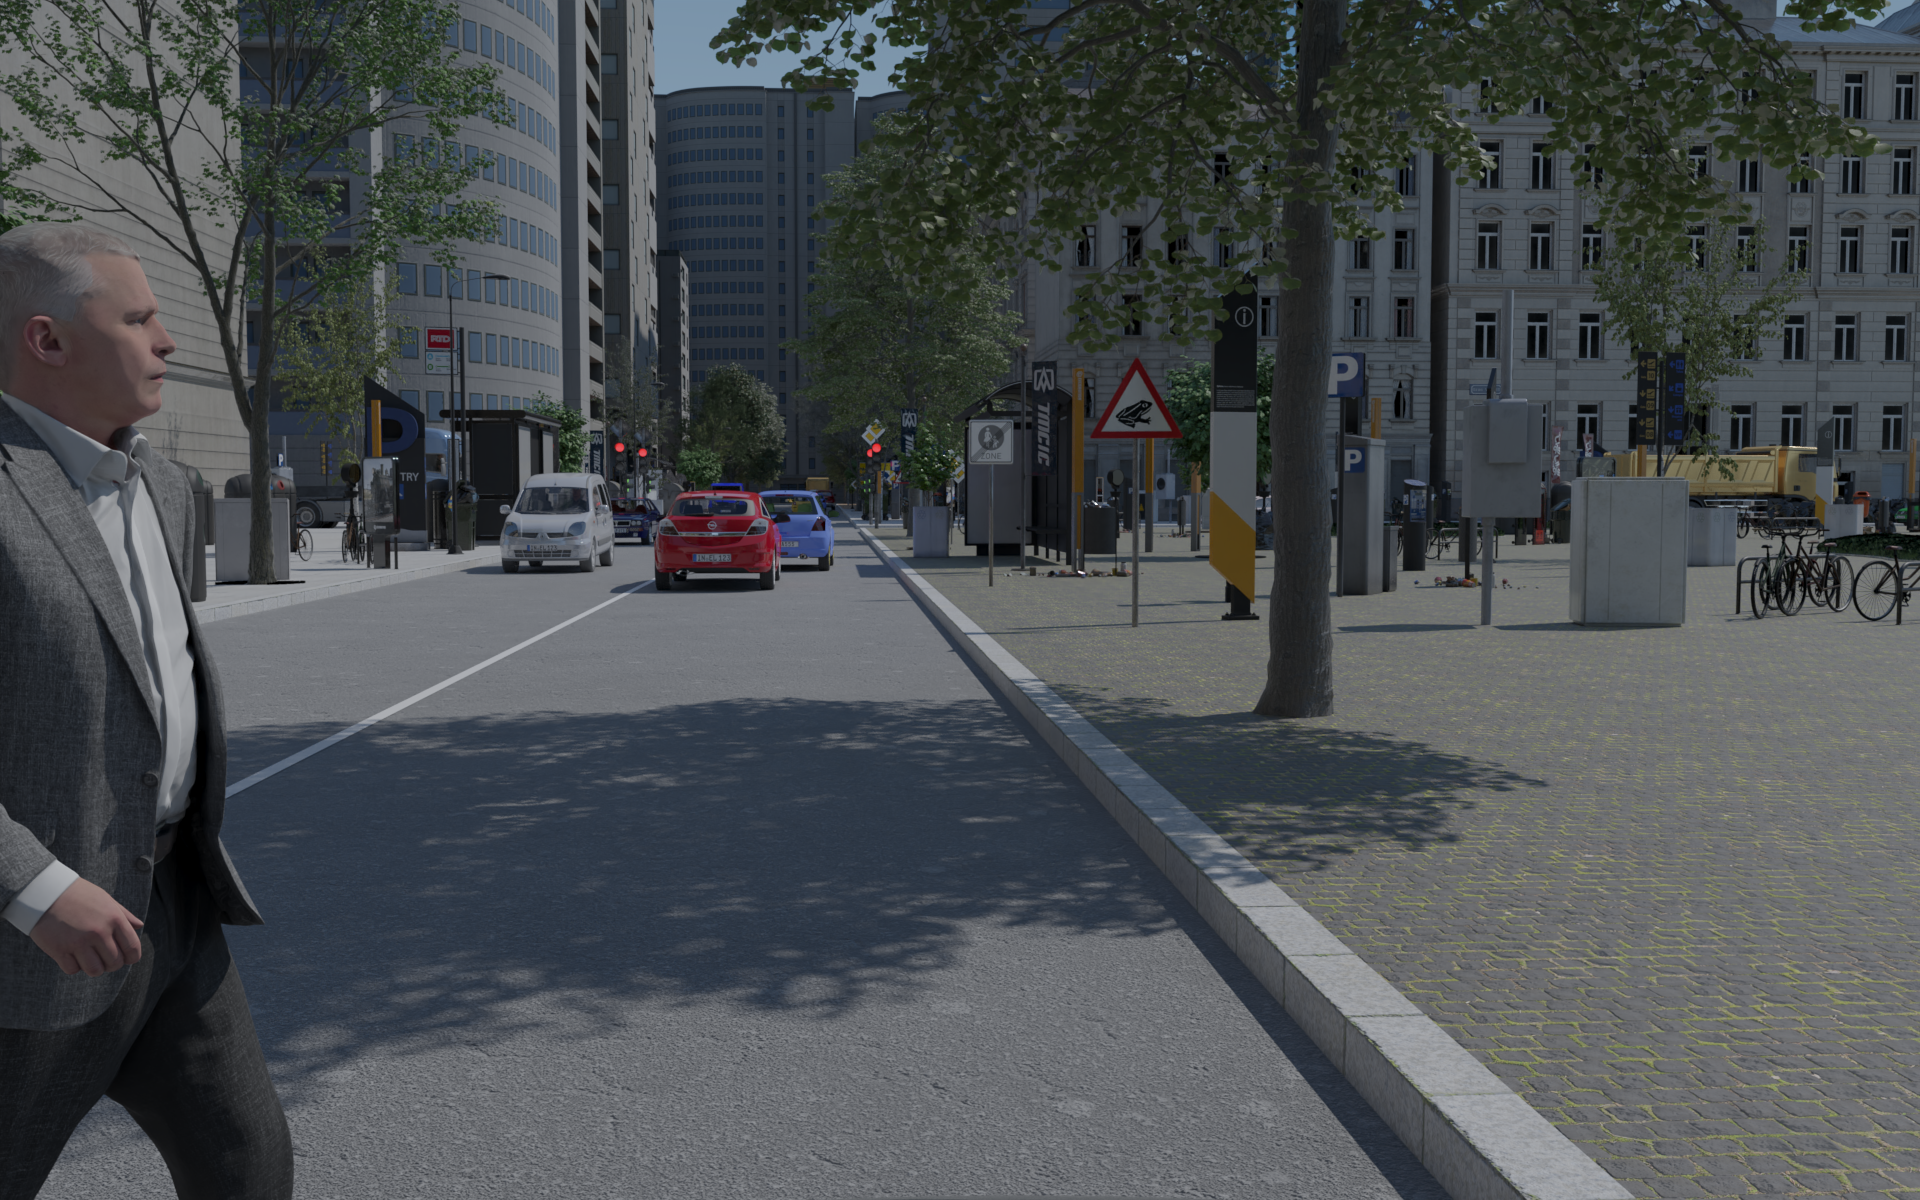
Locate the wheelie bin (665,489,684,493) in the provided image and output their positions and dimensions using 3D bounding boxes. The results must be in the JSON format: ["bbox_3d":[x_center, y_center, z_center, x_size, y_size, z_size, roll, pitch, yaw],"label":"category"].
[{"bbox_3d":[-15.000,-4.986,89.427,0.980,1.594,0.693,-3,5,-43],"label":"wheelie bin"}]

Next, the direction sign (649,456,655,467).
[{"bbox_3d":[-18.581,-6.874,104.379,0.379,3.537,0.876,-2,4,-34],"label":"direction sign"}]

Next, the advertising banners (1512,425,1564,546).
[{"bbox_3d":[14.579,-2.901,43.620,2.074,3.025,0.090,-3,4,-37],"label":"advertising banners"}]

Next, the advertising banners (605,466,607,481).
[{"bbox_3d":[-22.095,-6.817,107.642,0.090,3.025,2.074,-1,4,-20],"label":"advertising banners"}]

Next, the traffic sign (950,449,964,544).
[{"bbox_3d":[-0.218,-2.629,44.166,0.795,2.450,0.064,0,4,1],"label":"traffic sign"}]

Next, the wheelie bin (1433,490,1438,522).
[{"bbox_3d":[20.335,-4.120,75.263,0.693,1.594,0.980,-2,4,-26],"label":"wheelie bin"}]

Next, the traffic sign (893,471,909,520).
[{"bbox_3d":[-2.934,-5.339,87.292,0.884,2.594,0.081,0,4,-4],"label":"traffic sign"}]

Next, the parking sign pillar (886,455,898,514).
[{"bbox_3d":[-4.729,-7.642,113.412,1.447,3.967,1.447,-3,4,-36],"label":"parking sign pillar"}]

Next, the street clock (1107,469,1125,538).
[{"bbox_3d":[4.502,-2.785,50.112,0.471,2.002,0.358,-2,4,-31],"label":"street clock"}]

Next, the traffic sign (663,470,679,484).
[{"bbox_3d":[-15.205,-5.557,90.853,0.884,2.594,0.081,0,4,2],"label":"traffic sign"}]

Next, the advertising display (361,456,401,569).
[{"bbox_3d":[-9.944,-1.501,29.752,0.974,1.923,0.123,3,5,39],"label":"advertising display"}]

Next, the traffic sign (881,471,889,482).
[{"bbox_3d":[-4.244,-5.838,95.554,0.768,2.556,0.104,0,4,0],"label":"traffic sign"}]

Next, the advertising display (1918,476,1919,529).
[{"bbox_3d":[17.335,-1.539,30.381,0.974,1.923,0.123,0,4,3],"label":"advertising display"}]

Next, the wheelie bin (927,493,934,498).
[{"bbox_3d":[-2.164,-7.463,129.925,0.693,1.594,0.980,1,4,20],"label":"wheelie bin"}]

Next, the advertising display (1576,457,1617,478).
[{"bbox_3d":[11.051,-1.523,30.114,0.974,1.923,0.123,-2,4,-34],"label":"advertising display"}]

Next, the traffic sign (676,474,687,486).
[{"bbox_3d":[-17.371,-6.576,107.624,0.768,2.556,0.104,0,4,3],"label":"traffic sign"}]

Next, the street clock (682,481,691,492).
[{"bbox_3d":[-14.718,-5.428,93.324,0.358,2.002,0.471,2,4,30],"label":"street clock"}]

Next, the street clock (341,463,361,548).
[{"bbox_3d":[-14.323,-2.215,40.783,0.358,2.002,0.471,1,4,18],"label":"street clock"}]

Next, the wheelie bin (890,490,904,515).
[{"bbox_3d":[-3.817,-5.879,104.036,0.980,1.594,0.693,3,5,42],"label":"wheelie bin"}]

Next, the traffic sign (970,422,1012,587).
[{"bbox_3d":[0.429,-1.335,23.960,0.606,2.300,0.079,0,4,1],"label":"traffic sign"}]

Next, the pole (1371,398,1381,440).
[{"bbox_3d":[8.818,-2.626,36.776,0.158,3.312,0.155,0,3,0],"label":"pole"}]

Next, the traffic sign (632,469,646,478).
[{"bbox_3d":[-16.005,-5.280,86.436,0.768,2.556,0.104,0,4,-3],"label":"traffic sign"}]

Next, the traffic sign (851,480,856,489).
[{"bbox_3d":[-8.083,-8.152,134.464,0.795,2.450,0.064,0,3,0],"label":"traffic sign"}]

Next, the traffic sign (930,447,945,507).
[{"bbox_3d":[-0.705,-2.587,42.397,0.768,2.556,0.104,0,4,5],"label":"traffic sign"}]

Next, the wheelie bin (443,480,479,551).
[{"bbox_3d":[-11.326,-1.925,39.378,0.693,1.594,0.980,0,4,-4],"label":"wheelie bin"}]

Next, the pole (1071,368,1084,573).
[{"bbox_3d":[1.920,-2.103,28.224,0.158,3.312,0.155,0,3,0],"label":"pole"}]

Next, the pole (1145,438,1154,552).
[{"bbox_3d":[4.162,-2.704,38.046,0.158,3.312,0.155,0,3,0],"label":"pole"}]

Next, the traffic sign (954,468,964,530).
[{"bbox_3d":[-0.064,-3.683,61.401,0.795,2.450,0.064,0,4,2],"label":"traffic sign"}]

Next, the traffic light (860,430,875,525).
[{"bbox_3d":[-3.729,-5.088,72.109,0.839,4.253,0.868,0,4,-4],"label":"traffic light"}]

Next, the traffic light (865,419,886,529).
[{"bbox_3d":[-3.114,-4.601,64.148,0.839,4.253,0.868,0,4,-4],"label":"traffic light"}]

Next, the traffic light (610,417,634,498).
[{"bbox_3d":[-12.396,-4.556,63.417,0.839,4.253,0.868,0,4,-4],"label":"traffic light"}]

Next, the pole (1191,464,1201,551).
[{"bbox_3d":[5.277,-2.744,38.707,0.158,3.312,0.155,0,3,0],"label":"pole"}]

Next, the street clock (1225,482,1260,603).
[{"bbox_3d":[3.248,-0.973,20.487,0.471,2.002,0.358,0,4,2],"label":"street clock"}]

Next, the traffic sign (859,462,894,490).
[{"bbox_3d":[-5.334,-7.170,111.104,2.265,3.308,0.079,0,4,-4],"label":"traffic sign"}]

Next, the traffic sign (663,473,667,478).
[{"bbox_3d":[-17.624,-6.266,102.547,0.768,2.556,0.104,0,4,2],"label":"traffic sign"}]

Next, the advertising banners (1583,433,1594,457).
[{"bbox_3d":[18.762,-3.325,50.549,2.074,3.025,0.090,-3,4,-36],"label":"advertising banners"}]

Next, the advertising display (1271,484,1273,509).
[{"bbox_3d":[10.434,-3.137,56.504,0.123,1.923,0.974,3,5,40],"label":"advertising display"}]

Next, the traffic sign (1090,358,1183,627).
[{"bbox_3d":[1.688,-1.017,16.632,0.884,2.594,0.081,0,4,2],"label":"traffic sign"}]

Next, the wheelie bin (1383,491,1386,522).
[{"bbox_3d":[17.743,-4.042,73.988,0.693,1.594,0.980,-3,5,-42],"label":"wheelie bin"}]

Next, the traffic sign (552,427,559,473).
[{"bbox_3d":[-12.832,-3.471,50.621,2.265,3.308,0.079,0,4,3],"label":"traffic sign"}]

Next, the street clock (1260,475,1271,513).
[{"bbox_3d":[8.159,-2.562,46.462,0.358,2.002,0.471,3,5,42],"label":"street clock"}]

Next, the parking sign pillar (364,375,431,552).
[{"bbox_3d":[-12.738,-3.095,39.081,1.447,3.967,1.447,-1,4,-14],"label":"parking sign pillar"}]

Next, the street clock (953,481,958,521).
[{"bbox_3d":[-0.348,-4.787,82.837,0.471,2.002,0.358,-3,4,-37],"label":"street clock"}]

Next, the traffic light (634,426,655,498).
[{"bbox_3d":[-13.012,-5.043,71.378,0.839,4.253,0.868,0,4,-4],"label":"traffic light"}]

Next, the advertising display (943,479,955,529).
[{"bbox_3d":[-0.400,-3.623,64.452,0.123,1.923,0.974,1,4,19],"label":"advertising display"}]

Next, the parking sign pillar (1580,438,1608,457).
[{"bbox_3d":[28.261,-5.429,77.230,1.447,3.967,1.447,-3,4,-36],"label":"parking sign pillar"}]

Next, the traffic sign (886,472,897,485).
[{"bbox_3d":[-3.417,-5.413,89.694,0.795,2.450,0.064,0,4,-1],"label":"traffic sign"}]
